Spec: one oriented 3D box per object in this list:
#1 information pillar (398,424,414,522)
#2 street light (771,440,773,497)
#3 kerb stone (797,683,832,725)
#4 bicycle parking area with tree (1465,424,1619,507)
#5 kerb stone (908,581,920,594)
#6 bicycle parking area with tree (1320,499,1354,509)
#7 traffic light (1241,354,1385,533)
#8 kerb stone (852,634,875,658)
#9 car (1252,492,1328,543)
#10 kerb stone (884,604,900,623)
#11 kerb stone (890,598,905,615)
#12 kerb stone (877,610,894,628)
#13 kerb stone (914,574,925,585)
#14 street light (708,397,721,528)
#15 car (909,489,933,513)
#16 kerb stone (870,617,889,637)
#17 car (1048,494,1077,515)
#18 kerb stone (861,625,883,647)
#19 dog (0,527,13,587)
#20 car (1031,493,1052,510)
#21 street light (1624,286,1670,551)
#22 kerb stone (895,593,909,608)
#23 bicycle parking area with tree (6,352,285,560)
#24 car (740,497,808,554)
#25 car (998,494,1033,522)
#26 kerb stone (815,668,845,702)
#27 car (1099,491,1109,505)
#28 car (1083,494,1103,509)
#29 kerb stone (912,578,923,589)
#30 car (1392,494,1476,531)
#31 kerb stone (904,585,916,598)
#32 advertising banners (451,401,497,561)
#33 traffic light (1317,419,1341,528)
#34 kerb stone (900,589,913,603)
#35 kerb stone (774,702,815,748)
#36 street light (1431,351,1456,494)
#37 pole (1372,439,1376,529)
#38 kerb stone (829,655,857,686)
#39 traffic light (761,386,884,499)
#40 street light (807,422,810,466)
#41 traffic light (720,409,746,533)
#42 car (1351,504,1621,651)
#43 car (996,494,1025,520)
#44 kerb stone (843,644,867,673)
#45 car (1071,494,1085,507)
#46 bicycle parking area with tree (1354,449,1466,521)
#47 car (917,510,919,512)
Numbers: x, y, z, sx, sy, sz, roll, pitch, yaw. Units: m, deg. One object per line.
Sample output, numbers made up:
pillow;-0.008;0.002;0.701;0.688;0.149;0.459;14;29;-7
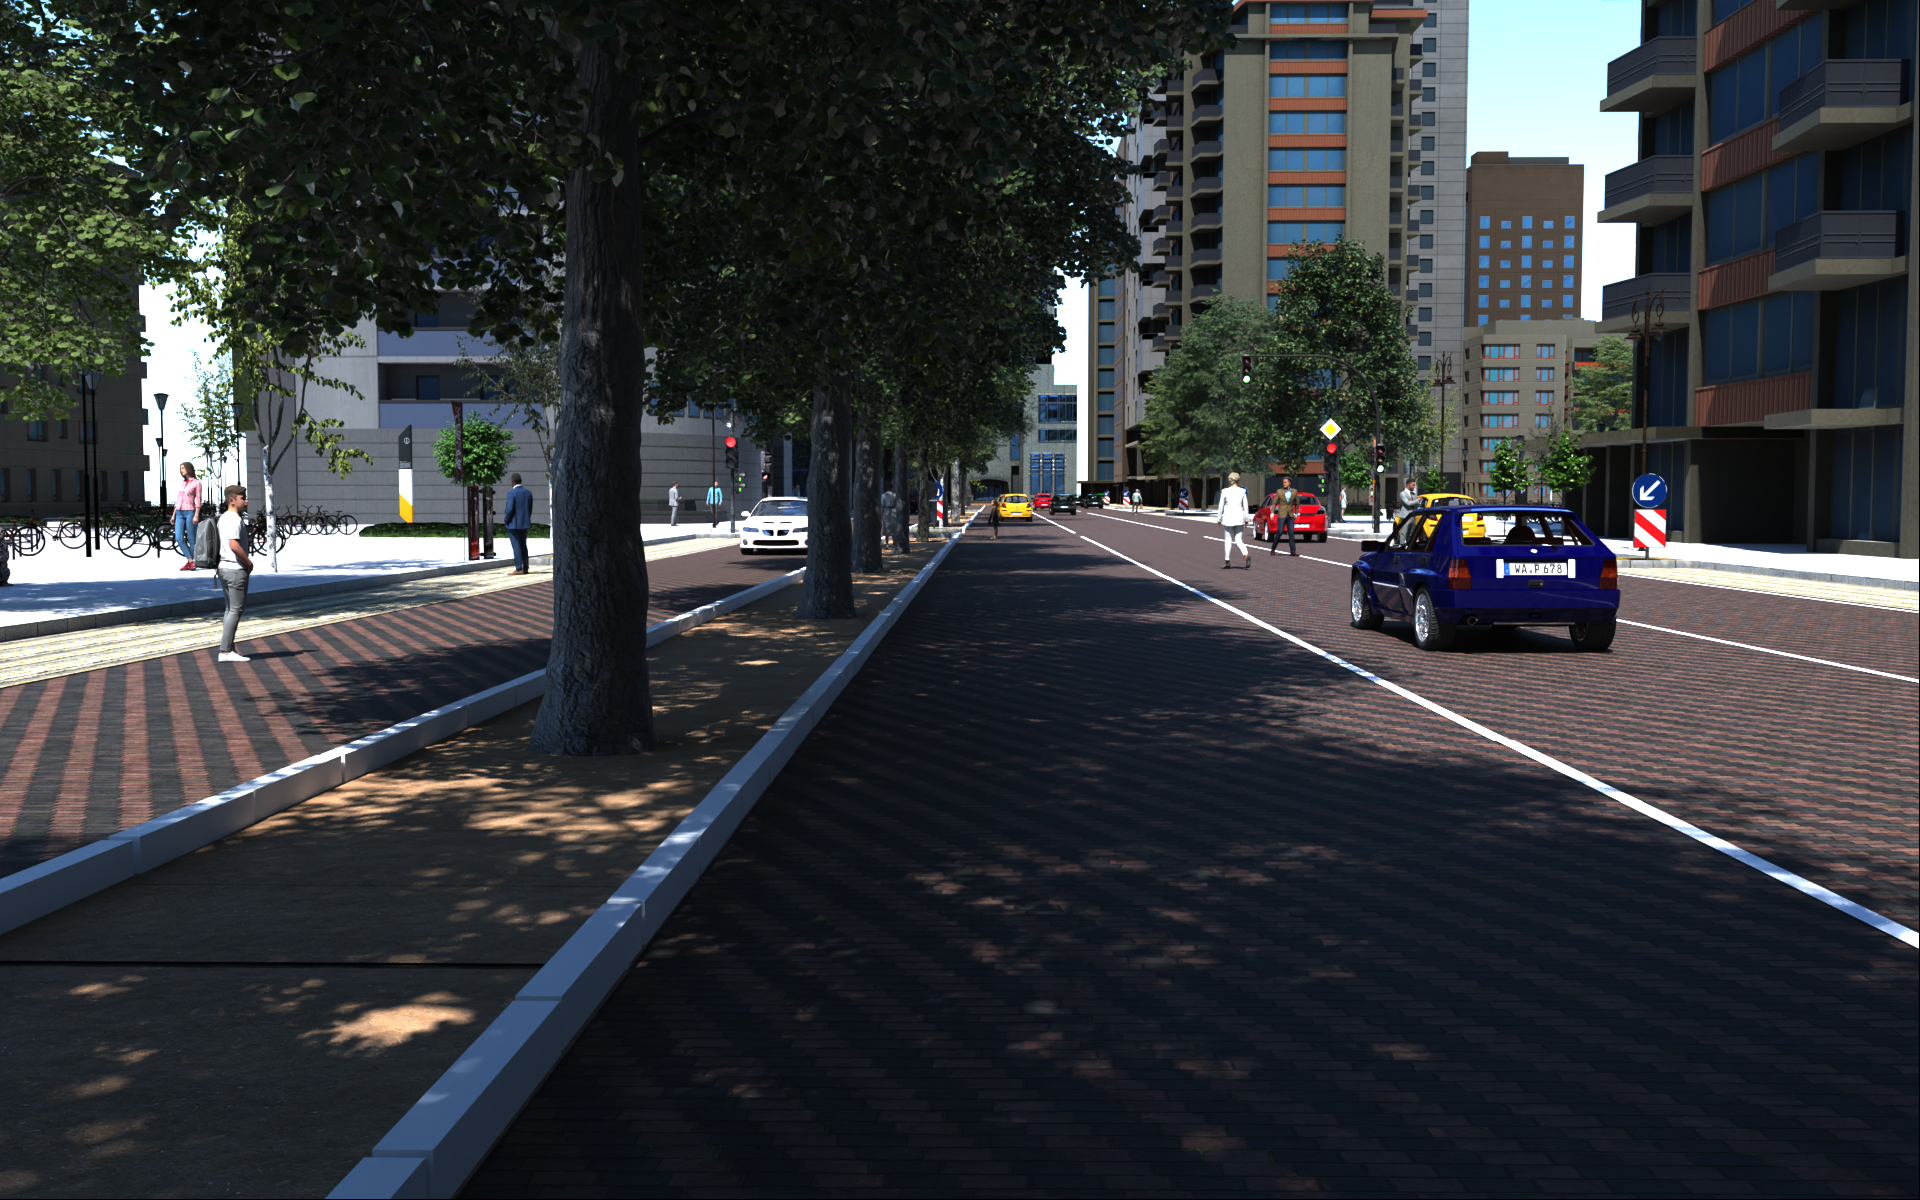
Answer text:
information pillar;-18.581;-4.084;58.121;0.504;3.616;0.183;1;4;17
street light;-9.016;-6.744;83.053;0.468;5.910;1.993;0;4;1
kerb stone;-0.943;0.680;11.079;0.120;0.150;1.000;0;4;1
bicycle parking area with tree;27.363;-5.253;72.889;9.016;4.147;8.231;3;5;39
kerb stone;-0.686;-0.135;24.397;0.120;0.150;1.000;0;4;1
bicycle parking area with tree;28.030;-8.239;121.708;9.016;4.147;8.231;-1;4;-8
traffic light;11.501;-5.000;56.420;4.771;5.953;1.251;0;4;1
kerb stone;-0.860;0.432;15.185;0.120;0.150;1.000;0;4;1
car;10.014;-2.670;52.700;2.155;1.783;4.494;0;4;3
kerb stone;-0.780;0.178;19.288;0.120;0.150;1.000;0;4;1
kerb stone;-0.763;0.116;20.310;0.120;0.150;1.000;0;4;1
kerb stone;-0.807;0.242;18.262;0.120;0.150;1.000;0;4;1
kerb stone;-0.646;-0.260;26.451;0.120;0.150;1.000;0;4;1
street light;-9.330;-5.676;65.588;0.468;5.910;1.993;0;4;1
car;-2.687;-7.497;131.254;2.281;1.827;5.304;0;4;2
kerb stone;-0.824;0.304;17.235;0.120;0.150;1.000;0;4;1
car;7.025;-6.655;118.589;2.009;1.686;4.222;0;4;1
kerb stone;-0.841;0.366;16.206;0.120;0.150;1.000;0;4;1
dog;-13.467;-0.590;24.026;0.513;0.831;0.800;1;4;19
car;7.339;-8.808;153.045;2.155;1.783;4.494;0;4;0
street light;15.301;-4.030;38.686;0.468;5.910;1.993;0;4;1
kerb stone;-0.746;0.053;21.332;0.120;0.150;1.000;0;4;1
bicycle parking area with tree;-18.924;-3.080;37.361;9.016;4.147;8.231;-1;4;-11
car;-4.267;-1.852;42.637;2.083;1.381;4.827;0;4;1
car;2.873;-4.922;90.699;2.015;1.641;3.980;0;4;-1
kerb stone;-0.926;0.620;12.101;0.120;0.150;1.000;0;4;1
car;16.211;-11.668;199.568;1.959;1.807;4.718;0;4;1
car;13.104;-9.795;169.941;2.009;1.686;4.222;0;4;1
kerb stone;-0.665;-0.192;25.424;0.120;0.150;1.000;0;4;1
car;13.235;-2.314;48.054;2.015;1.641;3.980;0;4;-1
kerb stone;-0.707;-0.072;23.375;0.120;0.150;1.000;0;4;1
advertising banners;-9.403;-2.281;33.479;0.090;3.025;2.074;0;4;6
traffic light;13.751;-4.623;64.503;0.839;4.253;0.868;0;4;1
kerb stone;-0.728;-0.010;22.353;0.120;0.150;1.000;0;4;1
kerb stone;-0.969;0.743;10.056;0.120;0.150;1.000;0;4;1
street light;15.605;-5.092;56.041;0.468;5.910;1.993;0;4;1
pole;15.323;-4.289;63.965;0.158;3.312;0.155;0;3;0
kerb stone;-0.902;0.555;13.136;0.120;0.150;1.000;0;4;1
traffic light;-5.213;-5.518;64.894;4.771;5.953;1.251;0;4;1
street light;-8.718;-7.788;100.119;0.468;5.910;1.993;0;4;1
traffic light;-7.463;-4.159;56.916;0.839;4.253;0.868;0;4;1
car;5.073;-0.282;17.195;1.945;1.354;3.894;0;4;-1
car;2.785;-5.384;98.252;2.015;1.641;3.980;0;4;-1
kerb stone;-0.878;0.497;14.158;0.120;0.150;1.000;0;4;1
car;12.573;-10.884;187.738;2.009;1.686;4.222;0;4;0
bicycle parking area with tree;24.996;-6.038;85.721;8.231;4.147;9.016;2;4;29
car;-2.535;-7.789;137.580;2.015;1.641;3.980;0;4;0
